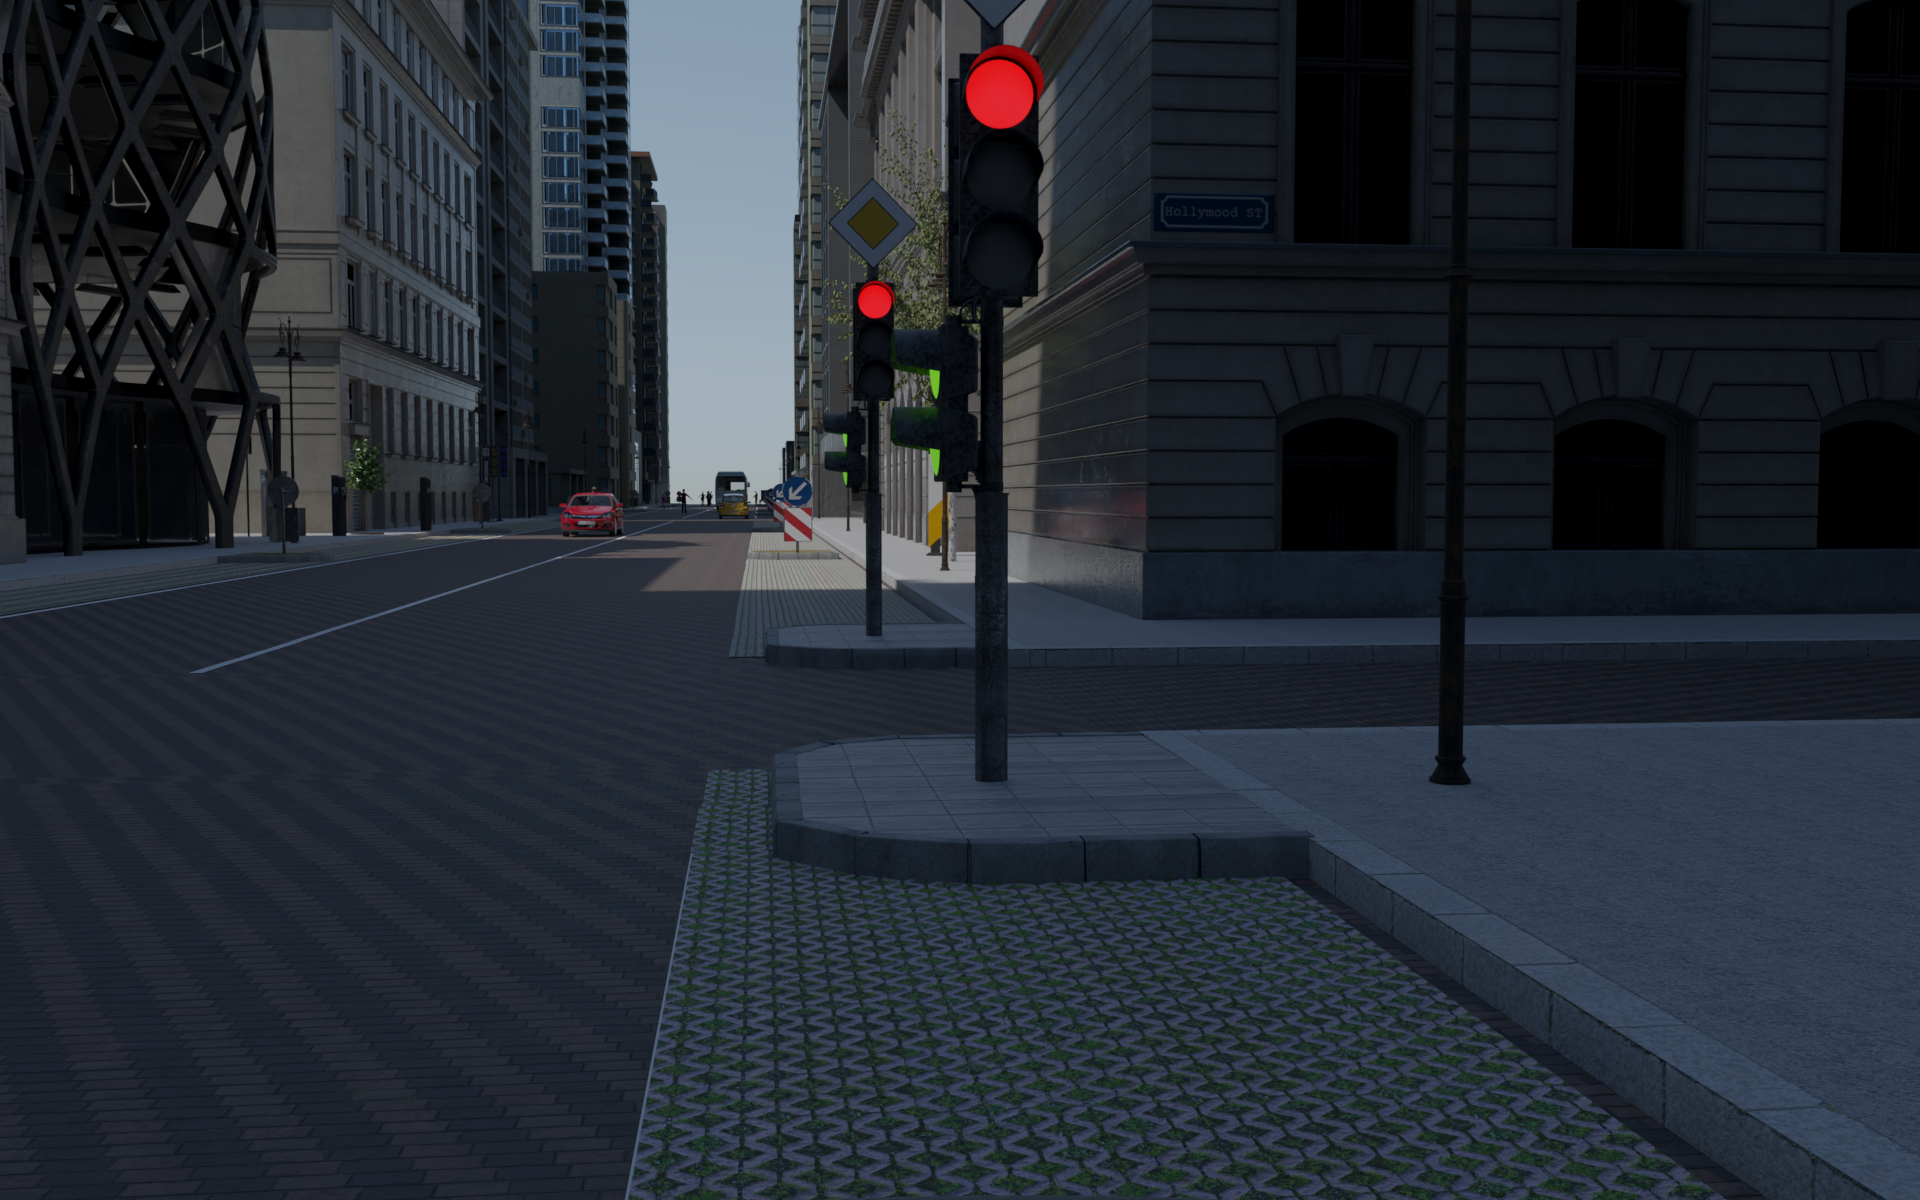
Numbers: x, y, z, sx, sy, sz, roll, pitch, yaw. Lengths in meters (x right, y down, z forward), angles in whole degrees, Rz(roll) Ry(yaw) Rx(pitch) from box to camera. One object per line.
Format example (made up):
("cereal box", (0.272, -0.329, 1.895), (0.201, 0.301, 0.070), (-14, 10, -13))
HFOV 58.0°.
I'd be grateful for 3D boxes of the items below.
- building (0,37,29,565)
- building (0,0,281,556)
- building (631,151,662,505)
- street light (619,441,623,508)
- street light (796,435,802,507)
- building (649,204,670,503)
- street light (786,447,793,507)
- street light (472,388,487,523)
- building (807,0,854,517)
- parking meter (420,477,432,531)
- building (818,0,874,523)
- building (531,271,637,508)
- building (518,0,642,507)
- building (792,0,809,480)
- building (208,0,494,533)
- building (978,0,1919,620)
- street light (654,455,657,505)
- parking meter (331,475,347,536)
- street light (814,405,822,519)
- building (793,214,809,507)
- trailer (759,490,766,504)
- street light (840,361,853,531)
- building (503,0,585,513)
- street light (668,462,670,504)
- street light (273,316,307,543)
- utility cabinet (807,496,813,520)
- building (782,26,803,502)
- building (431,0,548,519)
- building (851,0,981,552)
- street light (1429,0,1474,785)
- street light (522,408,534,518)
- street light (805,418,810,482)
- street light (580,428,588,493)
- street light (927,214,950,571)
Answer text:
("building", (-21.030, -9.636, 22.172), (10.561, 19.102, 19.286), (0, 4, -7))
("building", (-25.440, -10.590, 40.604), (16.820, 18.784, 16.811), (0, 4, -7))
("building", (-48.887, -34.282, 215.134), (22.147, 44.769, 28.867), (0, 4, -7))
("street light", (-29.822, -10.980, 152.309), (0.468, 5.910, 1.993), (0, 4, -7))
("street light", (-12.622, -9.960, 135.639), (0.468, 5.910, 1.993), (0, 4, -7))
("building", (-47.404, -33.863, 237.252), (14.154, 41.232, 14.086), (0, 4, -7))
("street light", (-16.214, -11.828, 166.175), (0.468, 5.910, 1.993), (0, 4, -7))
("street light", (-20.925, -6.283, 75.511), (0.468, 5.910, 1.993), (0, 4, -7))
("building", (-1.943, -25.575, 101.743), (14.154, 41.232, 14.086), (0, 4, -7))
("parking meter", (-18.641, -3.347, 60.429), (0.255, 1.863, 0.399), (1, 4, 9))
("building", (1.400, -15.743, 76.470), (14.314, 24.678, 30.058), (0, 4, -7))
("building", (-42.744, -18.516, 147.769), (27.650, 21.520, 28.899), (0, 4, -7))
("building", (-45.234, -53.291, 183.971), (22.319, 86.520, 31.000), (0, 4, -7))
("building", (-2.755, -32.545, 151.713), (23.786, 49.044, 30.456), (0, 4, -7))
("building", (-29.046, -14.441, 69.398), (16.112, 22.955, 30.059), (0, 4, -7))
("building", (18.082, -12.528, 23.922), (34.723, 24.649, 14.460), (0, 4, -7))
("street light", (-35.740, -14.114, 203.553), (0.468, 5.910, 1.993), (0, 4, -7))
("parking meter", (-18.931, -2.881, 52.815), (0.399, 1.863, 0.255), (1, 4, 21))
("street light", (-7.341, -7.170, 90.015), (0.468, 5.910, 1.993), (0, 4, -7))
("building", (-10.395, -25.059, 181.414), (14.160, 30.474, 14.107), (0, 4, -7))
("trailer", (-27.407, -14.412, 242.686), (1.471, 1.999, 3.904), (0, 4, -6))
("street light", (-3.867, -5.317, 59.726), (0.468, 5.910, 1.993), (0, 4, -7))
("building", (-43.083, -26.191, 120.102), (32.217, 40.220, 23.993), (0, 4, -7))
("street light", (-39.251, -15.966, 233.838), (0.468, 5.910, 1.993), (0, 4, -7))
("street light", (-17.428, -4.427, 45.170), (0.468, 5.910, 1.993), (0, 4, -7))
("utility cabinet", (-7.391, -4.550, 85.546), (0.306, 1.237, 1.020), (0, 4, -6))
("building", (-12.822, -56.304, 233.234), (22.319, 86.520, 31.000), (0, 4, -7))
("building", (-34.611, -40.310, 97.323), (20.563, 71.187, 20.611), (0, 4, -7))
("building", (4.169, -12.715, 49.688), (13.314, 21.916, 24.055), (0, 4, -7))
("street light", (2.182, -2.125, 7.533), (0.468, 5.910, 1.993), (0, 4, -7))
("street light", (-22.784, -7.261, 91.497), (0.468, 5.910, 1.993), (0, 4, -7))
("street light", (-9.180, -8.108, 105.347), (0.468, 5.910, 1.993), (0, 4, -7))
("street light", (-26.405, -9.127, 122.013), (0.468, 5.910, 1.993), (0, 4, -7))
("street light", (-0.253, -3.426, 28.808), (0.468, 5.910, 1.993), (0, 4, -7))
